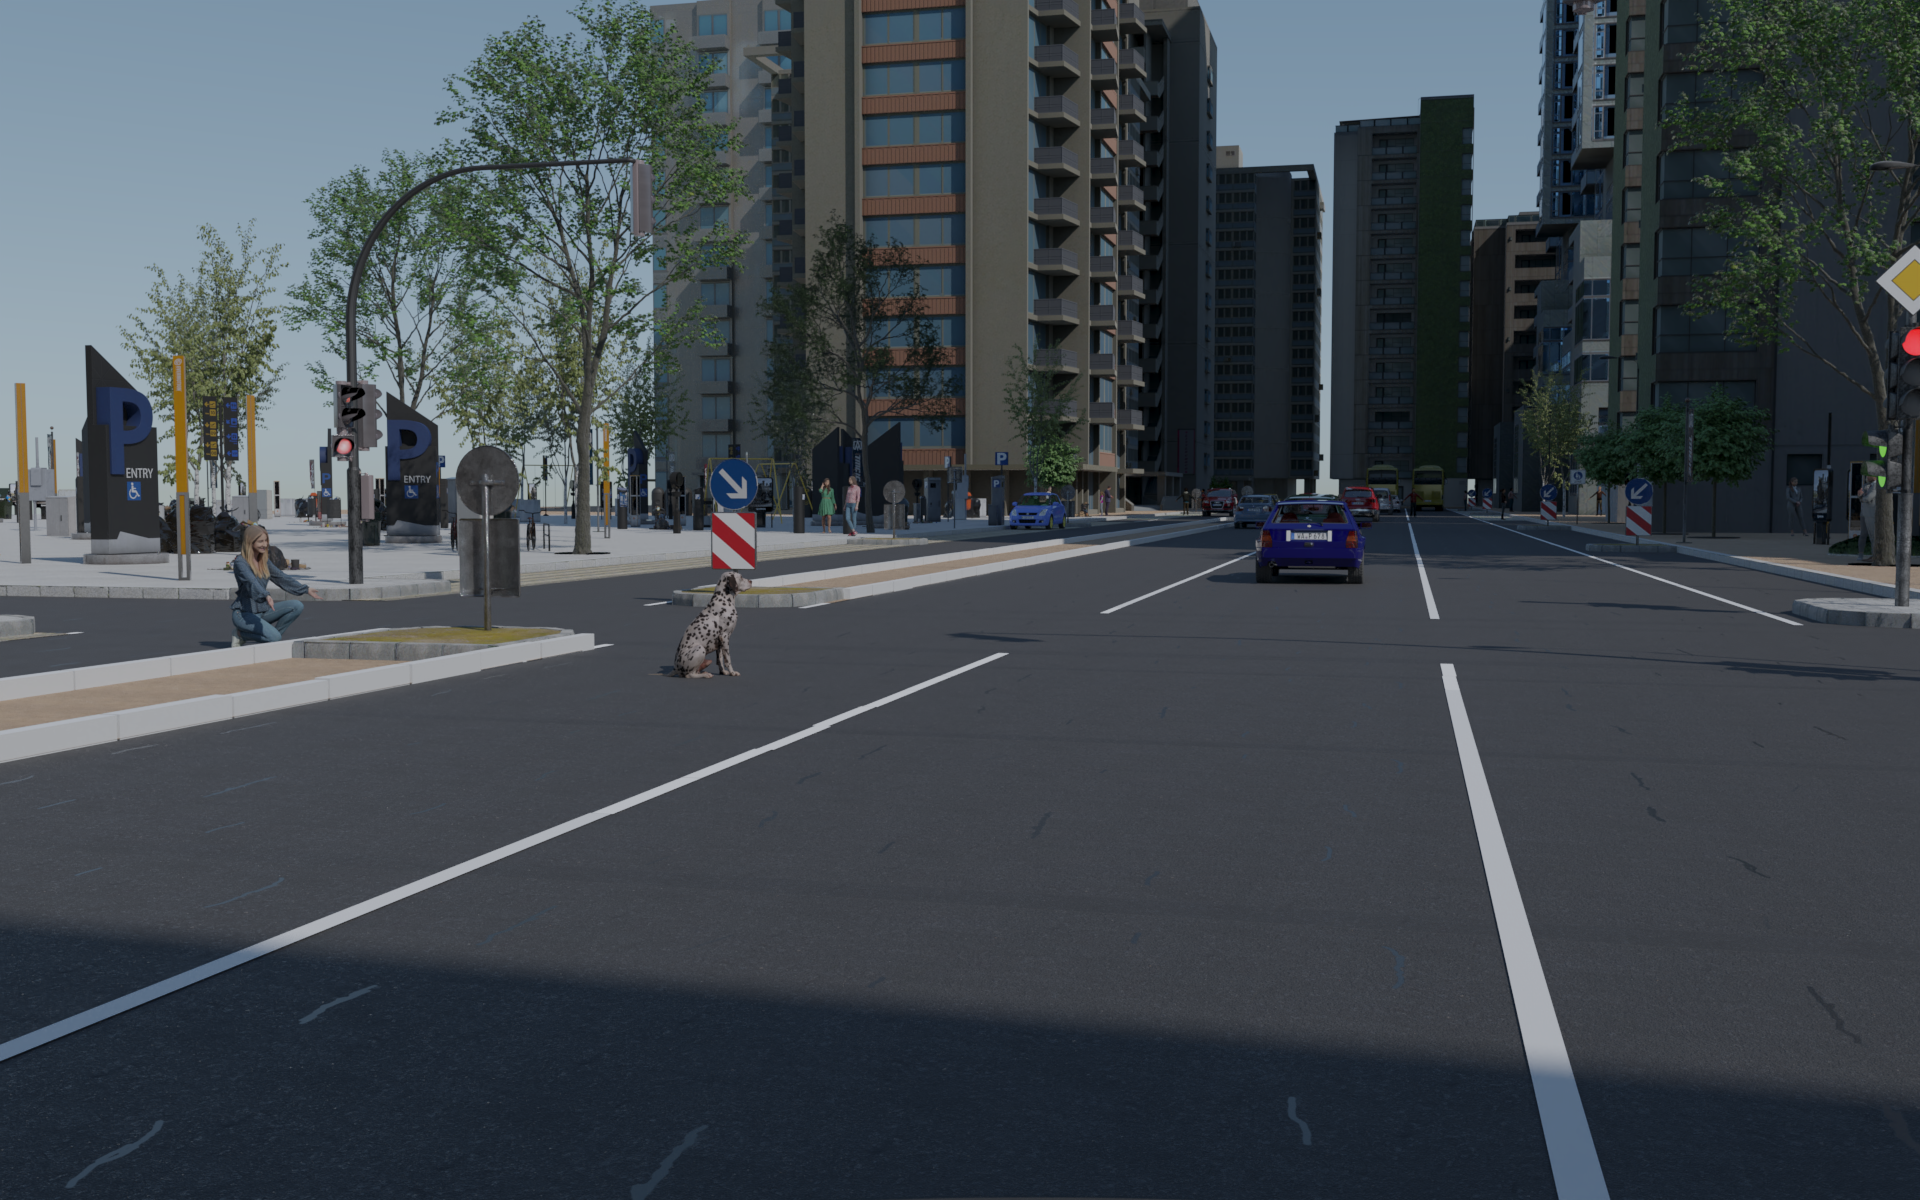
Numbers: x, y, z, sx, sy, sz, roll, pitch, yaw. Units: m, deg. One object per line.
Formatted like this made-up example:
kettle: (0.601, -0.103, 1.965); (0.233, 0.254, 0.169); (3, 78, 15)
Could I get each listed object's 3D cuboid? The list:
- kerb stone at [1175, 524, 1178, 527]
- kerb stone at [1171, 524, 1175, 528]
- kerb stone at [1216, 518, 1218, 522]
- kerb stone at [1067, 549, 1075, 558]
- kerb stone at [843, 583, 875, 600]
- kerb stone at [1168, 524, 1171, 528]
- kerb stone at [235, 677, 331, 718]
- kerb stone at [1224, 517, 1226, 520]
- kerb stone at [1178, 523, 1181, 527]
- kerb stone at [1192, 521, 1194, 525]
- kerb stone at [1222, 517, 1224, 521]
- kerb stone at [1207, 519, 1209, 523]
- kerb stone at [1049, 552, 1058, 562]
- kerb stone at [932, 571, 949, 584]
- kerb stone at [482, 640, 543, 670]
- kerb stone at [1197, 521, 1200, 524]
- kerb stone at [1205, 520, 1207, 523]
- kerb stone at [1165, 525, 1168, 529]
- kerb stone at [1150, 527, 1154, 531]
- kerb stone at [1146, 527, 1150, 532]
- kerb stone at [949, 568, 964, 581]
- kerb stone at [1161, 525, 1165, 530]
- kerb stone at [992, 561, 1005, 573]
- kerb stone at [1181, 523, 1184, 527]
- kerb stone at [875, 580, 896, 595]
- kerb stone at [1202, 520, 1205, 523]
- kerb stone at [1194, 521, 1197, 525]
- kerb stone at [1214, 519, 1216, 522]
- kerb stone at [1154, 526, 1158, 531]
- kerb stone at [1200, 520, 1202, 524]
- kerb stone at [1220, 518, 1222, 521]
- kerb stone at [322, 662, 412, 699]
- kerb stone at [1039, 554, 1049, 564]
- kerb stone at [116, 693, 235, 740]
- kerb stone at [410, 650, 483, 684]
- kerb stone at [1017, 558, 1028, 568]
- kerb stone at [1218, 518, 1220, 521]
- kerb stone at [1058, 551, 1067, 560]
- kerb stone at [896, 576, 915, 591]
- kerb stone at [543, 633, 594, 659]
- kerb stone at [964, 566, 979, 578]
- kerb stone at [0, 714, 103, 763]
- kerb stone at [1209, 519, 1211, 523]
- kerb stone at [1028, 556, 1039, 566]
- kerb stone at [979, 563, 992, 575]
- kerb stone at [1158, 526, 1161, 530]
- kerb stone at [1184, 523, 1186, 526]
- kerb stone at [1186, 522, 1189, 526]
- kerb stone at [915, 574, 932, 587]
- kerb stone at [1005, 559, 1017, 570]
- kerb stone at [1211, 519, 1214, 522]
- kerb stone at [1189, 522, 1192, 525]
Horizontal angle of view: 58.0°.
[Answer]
kerb stone: (8.974, -3.120, 73.200); (0.120, 0.150, 1.000); (1, 4, 14)
kerb stone: (8.714, -3.058, 72.200); (0.120, 0.150, 1.000); (1, 4, 14)
kerb stone: (13.025, -4.093, 89.120); (0.120, 0.150, 1.000); (1, 4, 14)
kerb stone: (2.385, -1.021, 38.887); (0.120, 0.150, 1.000); (1, 4, 14)
kerb stone: (-1.423, -0.108, 23.963); (0.120, 0.150, 1.000); (1, 4, 14)
kerb stone: (8.458, -2.998, 71.210); (0.120, 0.150, 1.000); (1, 4, 14)
kerb stone: (-4.576, 0.662, 11.573); (0.120, 0.150, 1.000); (1, 4, 14)
kerb stone: (14.043, -4.337, 93.101); (0.120, 0.150, 1.000); (1, 4, 14)
kerb stone: (9.220, -3.180, 74.192); (0.120, 0.150, 1.000); (1, 4, 14)
kerb stone: (10.484, -3.480, 79.170); (0.120, 0.150, 1.000); (1, 4, 14)
kerb stone: (13.787, -4.275, 92.097); (0.120, 0.150, 1.000); (1, 4, 14)
kerb stone: (12.012, -3.850, 85.148); (0.120, 0.150, 1.000); (1, 4, 14)
kerb stone: (1.884, -0.896, 36.896); (0.120, 0.150, 1.000); (1, 4, 14)
kerb stone: (-0.404, -0.349, 27.938); (0.120, 0.150, 1.000); (1, 4, 14)
kerb stone: (-3.821, 0.468, 14.551); (0.120, 0.150, 1.000); (1, 4, 14)
kerb stone: (10.994, -3.606, 81.152); (0.120, 0.150, 1.000); (1, 4, 14)
kerb stone: (11.762, -3.789, 84.148); (0.120, 0.150, 1.000); (1, 4, 14)
kerb stone: (8.214, -2.932, 70.218); (0.120, 0.150, 1.000); (1, 4, 14)
kerb stone: (7.190, -2.694, 66.241); (0.120, 0.150, 1.000); (1, 4, 14)
kerb stone: (6.937, -2.633, 65.250); (0.120, 0.150, 1.000); (1, 4, 14)
kerb stone: (-0.151, -0.412, 28.930); (0.120, 0.150, 1.000); (1, 4, 14)
kerb stone: (7.955, -2.873, 69.218); (0.120, 0.150, 1.000); (1, 4, 14)
kerb stone: (0.611, -0.595, 31.923); (0.120, 0.150, 1.000); (1, 4, 14)
kerb stone: (9.473, -3.235, 75.186); (0.120, 0.150, 1.000); (1, 4, 14)
kerb stone: (-1.164, -0.167, 24.952); (0.120, 0.150, 1.000); (1, 4, 14)
kerb stone: (11.509, -3.728, 83.151); (0.120, 0.150, 1.000); (1, 4, 14)
kerb stone: (10.741, -3.545, 80.161); (0.120, 0.150, 1.000); (1, 4, 14)
kerb stone: (12.779, -4.026, 88.128); (0.120, 0.150, 1.000); (1, 4, 14)
kerb stone: (7.443, -2.753, 67.238); (0.120, 0.150, 1.000); (1, 4, 14)
kerb stone: (11.252, -3.662, 82.160); (0.120, 0.150, 1.000); (1, 4, 14)
kerb stone: (13.530, -4.215, 91.108); (0.120, 0.150, 1.000); (1, 4, 14)
kerb stone: (-4.324, 0.589, 12.563); (0.120, 0.150, 1.000); (1, 4, 14)
kerb stone: (1.629, -0.837, 35.904); (0.120, 0.150, 1.000); (1, 4, 14)
kerb stone: (-4.827, 0.710, 10.582); (0.120, 0.150, 1.000); (1, 4, 14)
kerb stone: (-4.063, 0.528, 13.557); (0.120, 0.150, 1.000); (1, 4, 14)
kerb stone: (1.111, -0.717, 33.916); (0.120, 0.150, 1.000); (1, 4, 14)
kerb stone: (13.287, -4.154, 90.115); (0.120, 0.150, 1.000); (1, 4, 14)
kerb stone: (2.133, -0.960, 37.893); (0.120, 0.150, 1.000); (1, 4, 14)
kerb stone: (-0.903, -0.229, 25.942); (0.120, 0.150, 1.000); (1, 4, 14)
kerb stone: (-3.563, 0.415, 15.540); (0.120, 0.150, 1.000); (1, 4, 14)
kerb stone: (0.102, -0.473, 29.933); (0.120, 0.150, 1.000); (1, 4, 14)
kerb stone: (-5.079, 0.771, 9.591); (0.120, 0.150, 1.000); (1, 4, 14)
kerb stone: (12.263, -3.908, 86.139); (0.120, 0.150, 1.000); (1, 4, 14)
kerb stone: (1.374, -0.770, 34.904); (0.120, 0.150, 1.000); (1, 4, 14)
kerb stone: (0.360, -0.532, 30.928); (0.120, 0.150, 1.000); (1, 4, 14)
kerb stone: (7.703, -2.815, 68.227); (0.120, 0.150, 1.000); (1, 4, 14)
kerb stone: (9.723, -3.302, 76.185); (0.120, 0.150, 1.000); (1, 4, 14)
kerb stone: (9.975, -3.363, 77.185); (0.120, 0.150, 1.000); (1, 4, 14)
kerb stone: (-0.659, -0.290, 26.942); (0.120, 0.150, 1.000); (1, 4, 14)
kerb stone: (0.866, -0.654, 32.923); (0.120, 0.150, 1.000); (1, 4, 14)
kerb stone: (12.522, -3.971, 87.128); (0.120, 0.150, 1.000); (1, 4, 14)
kerb stone: (10.232, -3.421, 78.175); (0.120, 0.150, 1.000); (1, 4, 14)
